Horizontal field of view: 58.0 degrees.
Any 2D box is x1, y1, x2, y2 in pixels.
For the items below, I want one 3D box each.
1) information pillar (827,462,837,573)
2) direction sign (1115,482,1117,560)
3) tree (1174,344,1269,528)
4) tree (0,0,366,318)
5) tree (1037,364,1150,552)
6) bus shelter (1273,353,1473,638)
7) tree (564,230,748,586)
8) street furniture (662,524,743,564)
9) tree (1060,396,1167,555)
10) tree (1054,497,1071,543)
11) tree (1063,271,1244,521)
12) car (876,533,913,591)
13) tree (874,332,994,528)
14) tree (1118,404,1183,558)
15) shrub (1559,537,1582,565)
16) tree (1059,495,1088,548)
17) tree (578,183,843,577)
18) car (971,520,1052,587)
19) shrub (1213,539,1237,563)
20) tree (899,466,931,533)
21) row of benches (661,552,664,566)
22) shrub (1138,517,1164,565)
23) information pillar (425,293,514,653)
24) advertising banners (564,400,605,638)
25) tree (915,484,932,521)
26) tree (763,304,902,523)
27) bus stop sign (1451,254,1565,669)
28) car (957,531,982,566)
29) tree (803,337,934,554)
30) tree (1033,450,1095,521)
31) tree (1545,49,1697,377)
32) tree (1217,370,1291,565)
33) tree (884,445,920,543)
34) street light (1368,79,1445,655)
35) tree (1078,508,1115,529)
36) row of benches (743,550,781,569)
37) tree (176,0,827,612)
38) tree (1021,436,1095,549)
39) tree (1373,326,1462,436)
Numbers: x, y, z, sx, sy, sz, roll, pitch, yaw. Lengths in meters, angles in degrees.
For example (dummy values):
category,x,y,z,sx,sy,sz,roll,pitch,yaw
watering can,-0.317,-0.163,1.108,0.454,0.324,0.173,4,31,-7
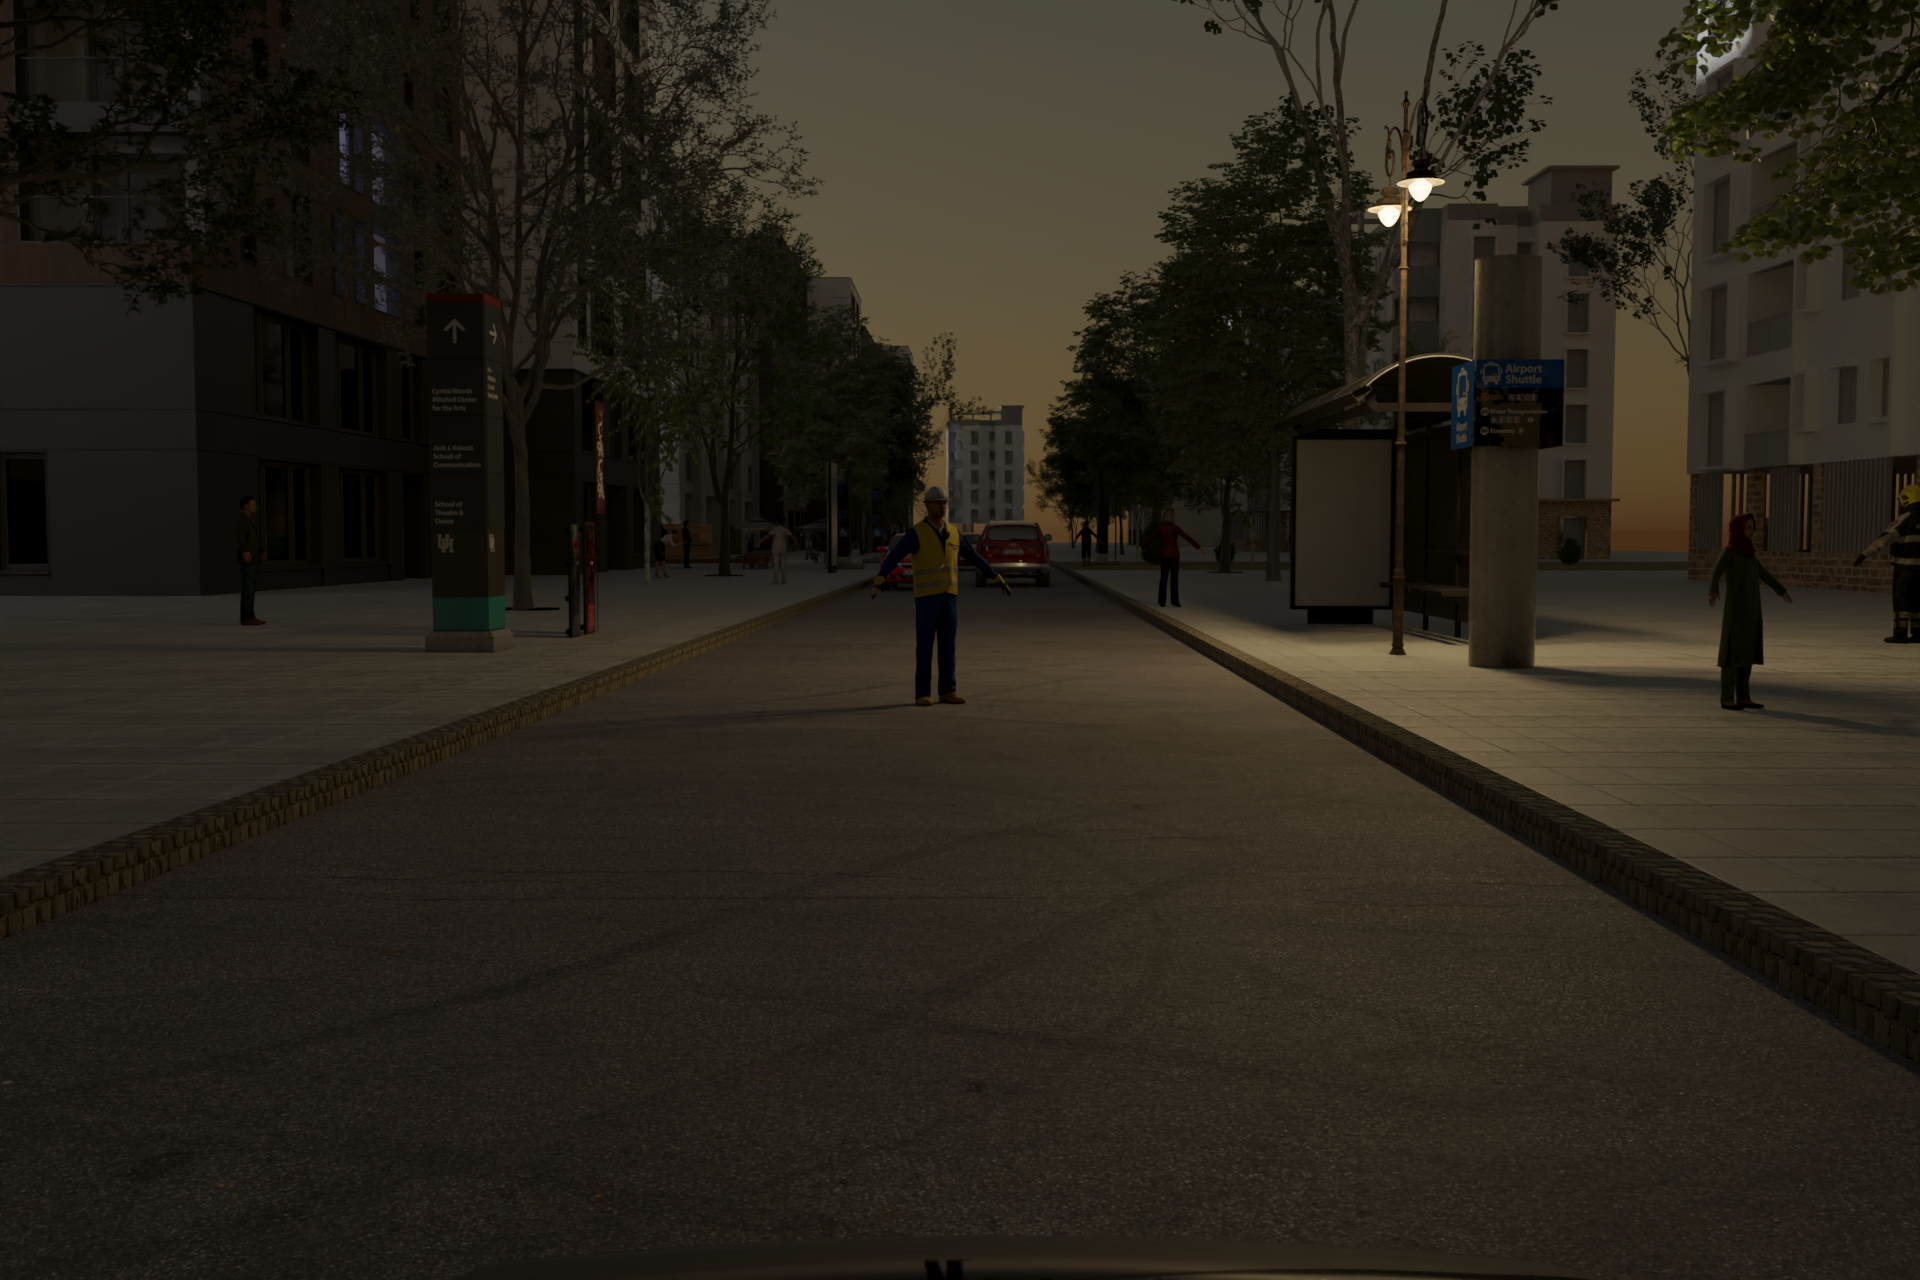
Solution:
category,x,y,z,sx,sy,sz,roll,pitch,yaw
information pillar,-4.242,-4.044,57.440,0.184,3.620,1.656,0,4,2
direction sign,6.755,-5.083,75.099,0.379,3.537,0.876,0,4,2
tree,10.393,-7.111,66.623,4.737,8.622,4.395,0,3,0
tree,-8.325,-4.807,12.999,7.601,10.594,8.767,-3,4,-37
tree,10.098,-13.361,125.109,9.857,13.997,8.962,0,3,0
bus shelter,5.439,-1.727,22.154,2.014,3.302,5.546,0,4,1
tree,-7.458,-5.632,42.438,4.737,8.622,4.395,0,3,0
street furniture,-14.483,-4.327,77.599,11.010,1.723,9.812,-2,4,-34
tree,9.560,-10.455,105.346,7.601,10.594,8.767,0,4,-3
tree,15.754,-18.460,252.174,4.737,8.622,4.395,0,3,0
tree,9.345,-10.749,82.407,9.857,13.997,8.962,0,3,0
car,-1.071,-2.216,45.276,2.155,1.783,4.494,0,4,2
tree,-3.227,-18.696,161.562,12.611,20.169,13.585,0,3,0
tree,9.769,-8.731,93.114,4.737,8.622,4.395,0,3,0
shrub,25.449,-3.738,72.237,1.383,1.207,1.383,0,3,0
tree,11.065,-13.022,163.266,4.737,8.622,4.395,0,3,0
tree,-7.269,-7.737,52.249,9.928,11.665,9.643,0,3,0
car,1.450,-2.427,48.361,2.281,1.827,5.304,0,4,1
shrub,11.435,-3.890,74.719,1.383,1.207,1.383,0,3,0
tree,-4.932,-11.906,145.026,4.360,8.622,3.978,0,3,0
row of benches,-13.977,-3.300,69.422,4.104,0.672,1.422,-1,4,-13
shrub,8.214,-4.153,72.322,1.690,2.028,1.600,0,3,0
information pillar,-5.402,-1.811,18.983,0.750,3.857,0.750,0,4,2
advertising banners,-4.776,-1.591,22.199,0.090,3.025,2.074,0,4,2
tree,-4.133,-18.662,255.490,4.360,8.622,3.978,0,3,0
tree,-6.309,-10.252,85.754,7.486,12.596,7.792,0,3,0
bus stop sign,5.249,-1.692,16.680,0.837,3.901,0.837,0,4,1
car,0.283,-3.705,69.618,2.155,1.783,4.494,0,4,1
tree,-6.054,-12.655,113.559,9.857,13.997,8.962,0,3,0
tree,9.945,-12.364,136.571,8.767,10.594,7.601,-1,4,-12
tree,28.992,-13.107,70.185,12.611,20.169,13.585,0,3,0
tree,12.305,-7.502,73.016,4.360,8.622,3.978,0,3,0
tree,-5.089,-11.164,132.889,4.737,8.622,4.395,0,3,0
street light,4.652,-2.780,18.234,0.468,5.910,1.993,0,4,2
tree,21.128,-20.840,258.860,7.486,12.596,7.792,0,3,0
row of benches,-7.407,-3.052,65.366,1.422,0.672,4.104,0,4,7
tree,-7.304,-7.230,28.582,12.009,13.543,11.850,0,3,0
tree,9.787,-13.394,153.402,7.601,10.594,8.767,3,5,40
tree,16.747,-6.832,62.063,4.737,8.622,4.395,0,3,0
